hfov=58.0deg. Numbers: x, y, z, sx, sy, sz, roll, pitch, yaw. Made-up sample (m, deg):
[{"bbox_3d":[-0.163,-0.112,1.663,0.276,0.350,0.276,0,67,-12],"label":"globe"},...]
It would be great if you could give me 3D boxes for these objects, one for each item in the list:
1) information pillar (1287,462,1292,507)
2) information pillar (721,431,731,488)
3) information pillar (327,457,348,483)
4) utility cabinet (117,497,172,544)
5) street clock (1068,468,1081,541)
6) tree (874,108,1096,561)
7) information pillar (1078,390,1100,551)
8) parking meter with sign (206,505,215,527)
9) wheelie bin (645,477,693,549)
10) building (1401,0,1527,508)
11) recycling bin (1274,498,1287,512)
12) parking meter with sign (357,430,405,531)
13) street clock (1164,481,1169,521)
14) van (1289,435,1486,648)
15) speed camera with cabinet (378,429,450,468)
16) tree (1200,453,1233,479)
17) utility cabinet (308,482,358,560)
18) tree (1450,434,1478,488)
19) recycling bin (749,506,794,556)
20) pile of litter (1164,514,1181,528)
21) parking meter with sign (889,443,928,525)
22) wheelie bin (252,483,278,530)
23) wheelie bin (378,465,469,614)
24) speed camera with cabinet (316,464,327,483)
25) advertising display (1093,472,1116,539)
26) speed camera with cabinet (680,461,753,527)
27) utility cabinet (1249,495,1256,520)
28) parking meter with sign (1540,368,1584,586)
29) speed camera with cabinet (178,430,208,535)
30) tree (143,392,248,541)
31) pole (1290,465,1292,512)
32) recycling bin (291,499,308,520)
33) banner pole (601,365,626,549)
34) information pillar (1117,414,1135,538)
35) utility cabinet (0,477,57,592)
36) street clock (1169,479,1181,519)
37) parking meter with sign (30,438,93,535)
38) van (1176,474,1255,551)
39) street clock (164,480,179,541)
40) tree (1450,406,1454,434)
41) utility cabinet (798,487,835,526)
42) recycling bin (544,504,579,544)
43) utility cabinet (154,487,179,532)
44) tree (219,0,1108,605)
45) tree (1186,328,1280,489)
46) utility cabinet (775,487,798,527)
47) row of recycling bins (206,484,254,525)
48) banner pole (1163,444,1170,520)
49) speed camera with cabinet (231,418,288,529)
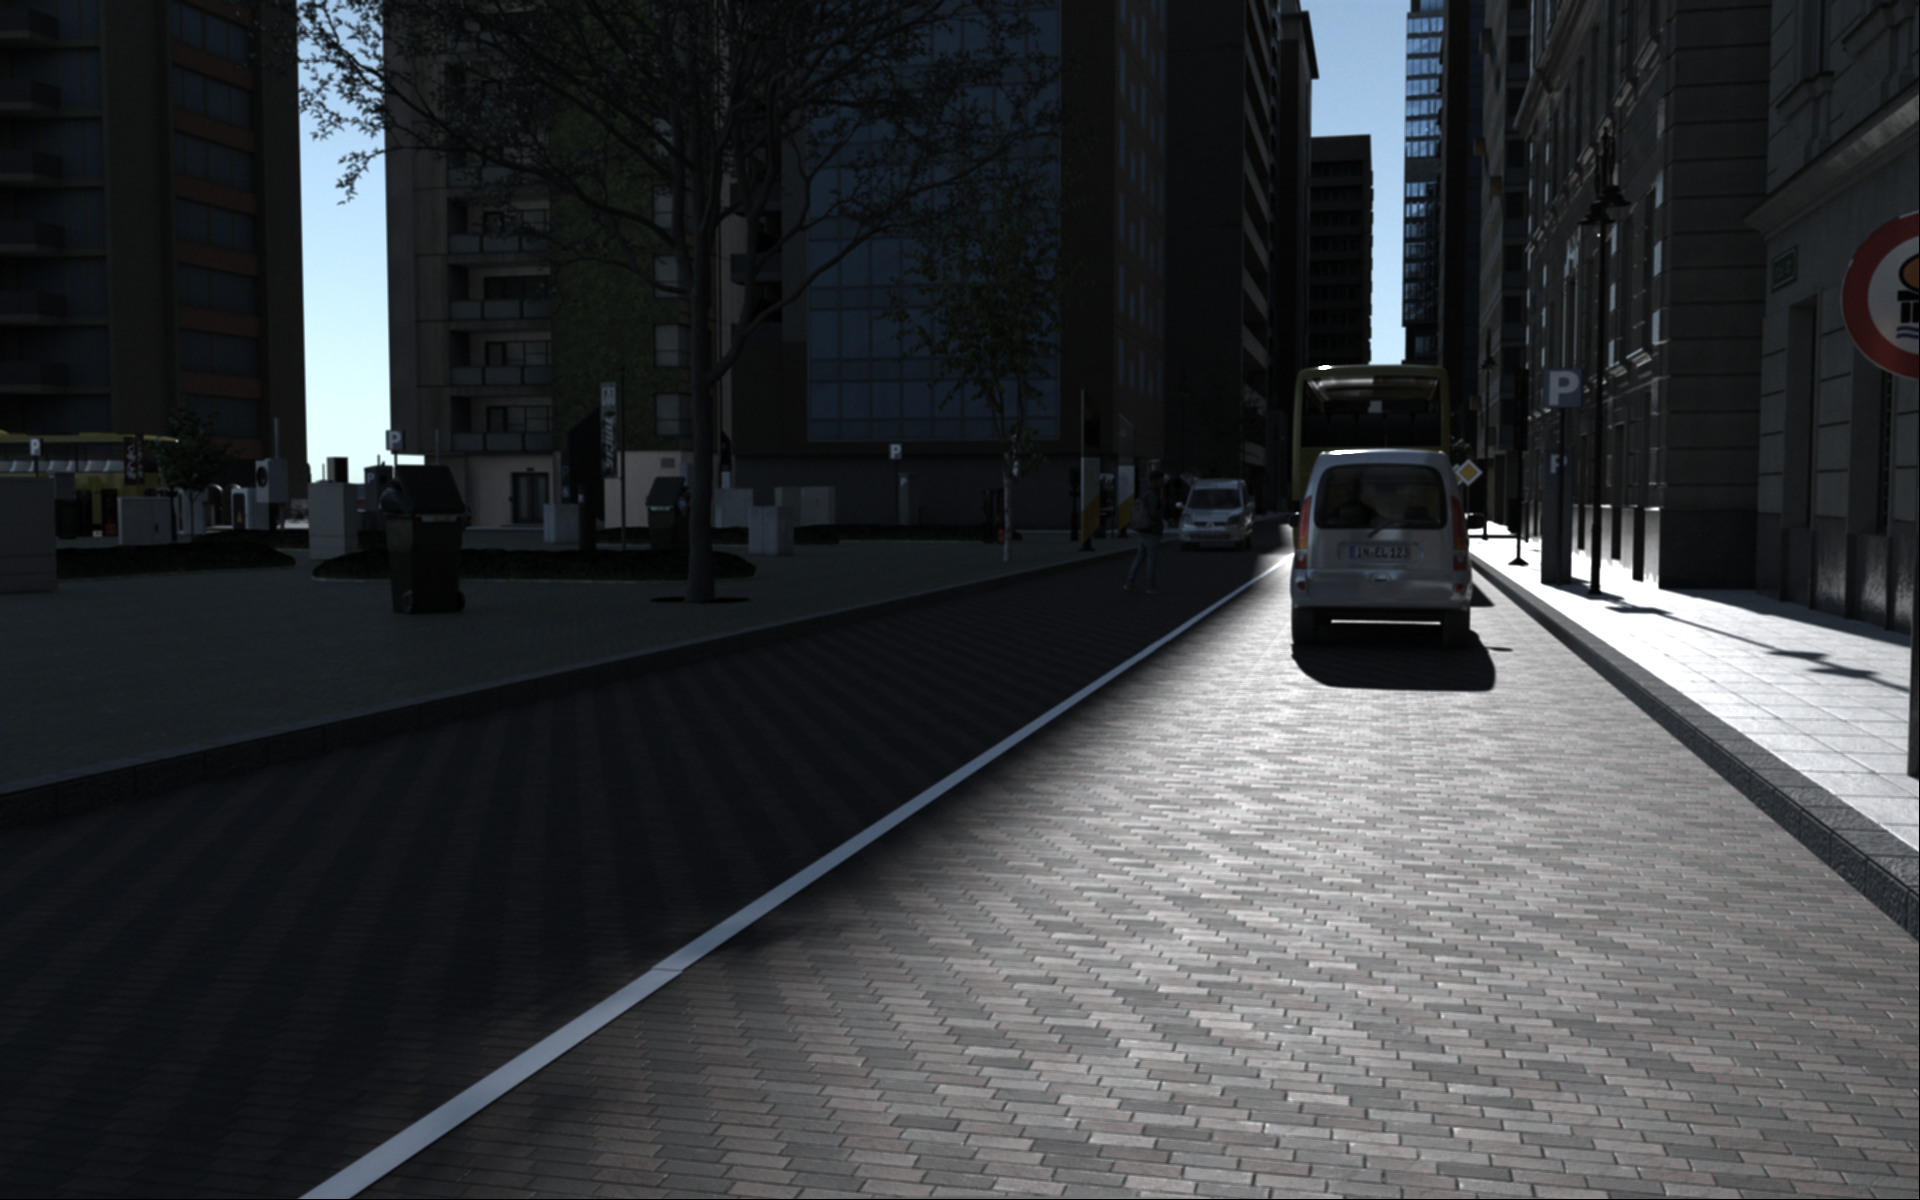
[{"bbox_3d":[23.388,-8.027,122.603,0.183,3.616,0.504,-3,4,-38],"label":"information pillar"},{"bbox_3d":[-8.630,-4.440,63.941,0.504,3.616,0.183,3,5,44],"label":"information pillar"},{"bbox_3d":[-12.412,-1.841,34.584,0.304,2.012,0.304,3,5,44],"label":"information pillar"},{"bbox_3d":[-17.686,-1.616,37.588,1.020,1.237,0.306,-3,5,-43],"label":"utility cabinet"},{"bbox_3d":[3.130,-2.614,47.307,0.358,2.002,0.471,0,4,-5],"label":"street clock"},{"bbox_3d":[0.746,-5.036,32.699,4.737,8.622,4.395,0,3,0],"label":"tree"},{"bbox_3d":[2.932,-2.916,39.025,0.504,3.616,0.183,-2,4,-33],"label":"information pillar"},{"bbox_3d":[-29.764,-4.326,66.986,1.738,3.016,0.543,0,4,2],"label":"parking meter with sign"},{"bbox_3d":[-5.279,-1.440,31.446,0.980,1.594,0.693,2,4,25],"label":"wheelie bin"},{"bbox_3d":[67.880,-55.351,217.655,31.000,86.520,22.319,1,4,14],"label":"building"},{"bbox_3d":[23.394,-6.956,126.290,0.722,1.027,0.722,2,4,35],"label":"recycling bin"},{"bbox_3d":[-15.622,-3.069,46.444,0.543,3.016,1.738,1,4,18],"label":"parking meter with sign"},{"bbox_3d":[9.982,-4.817,83.323,0.358,2.002,0.471,0,4,6],"label":"street clock"},{"bbox_3d":[4.331,-0.652,17.677,2.013,2.044,4.112,1,4,15],"label":"van"},{"bbox_3d":[-16.691,-3.585,52.959,2.038,3.252,0.660,0,4,3],"label":"speed camera with cabinet"},{"bbox_3d":[11.814,-5.282,80.969,1.663,3.219,1.824,0,3,0],"label":"tree"},{"bbox_3d":[-12.057,-1.508,33.329,1.173,1.500,0.318,3,4,37],"label":"utility cabinet"},{"bbox_3d":[26.162,-6.667,92.716,4.285,4.588,4.351,0,3,0],"label":"tree"},{"bbox_3d":[-3.925,-1.436,36.038,0.722,1.027,0.722,1,4,22],"label":"recycling bin"},{"bbox_3d":[8.497,-3.204,66.356,1.719,0.858,1.176,-1,4,-13],"label":"pile of litter"},{"bbox_3d":[-1.755,-3.925,60.432,0.543,3.016,1.738,2,4,32],"label":"parking meter with sign"},{"bbox_3d":[-20.137,-2.584,50.151,0.693,1.594,0.980,2,4,27],"label":"wheelie bin"},{"bbox_3d":[-5.837,-0.664,18.764,0.693,1.594,0.980,3,5,42],"label":"wheelie bin"},{"bbox_3d":[-41.155,-7.300,113.693,2.038,3.252,0.660,-3,5,-43],"label":"speed camera with cabinet"},{"bbox_3d":[4.024,-2.729,49.831,0.974,1.923,0.123,-2,4,-24],"label":"advertising display"},{"bbox_3d":[-6.951,-3.374,49.494,2.038,3.252,0.660,-2,4,-31],"label":"speed camera with cabinet"},{"bbox_3d":[14.386,-4.529,85.203,0.306,1.237,1.020,1,4,11],"label":"utility cabinet"},{"bbox_3d":[8.616,-1.752,24.903,0.543,3.016,1.738,1,4,17],"label":"parking meter with sign"},{"bbox_3d":[-23.779,-3.629,53.666,0.660,3.252,2.038,-2,4,-32],"label":"speed camera with cabinet"},{"bbox_3d":[-14.772,-2.351,33.047,1.663,3.219,1.824,0,3,0],"label":"tree"},{"bbox_3d":[23.308,-7.813,121.580,0.158,3.312,0.155,0,3,0],"label":"pole"},{"bbox_3d":[-32.881,-4.523,86.498,0.722,1.027,0.722,1,4,16],"label":"recycling bin"},{"bbox_3d":[-6.718,-2.673,33.718,0.863,3.779,0.401,3,4,39],"label":"banner pole"},{"bbox_3d":[4.841,-3.617,50.489,0.504,3.616,0.183,1,4,21],"label":"information pillar"},{"bbox_3d":[-12.384,-0.842,22.441,0.318,1.500,1.173,2,4,35],"label":"utility cabinet"},{"bbox_3d":[10.413,-4.796,82.982,0.471,2.002,0.358,1,4,12],"label":"street clock"},{"bbox_3d":[-28.330,-3.572,54.668,0.543,3.016,1.738,2,4,28],"label":"parking meter with sign"},{"bbox_3d":[6.658,-2.315,44.855,2.013,2.044,4.112,1,4,13],"label":"van"},{"bbox_3d":[-21.330,-2.588,46.884,0.358,2.002,0.471,-2,4,-27],"label":"street clock"},{"bbox_3d":[33.110,-10.630,124.163,4.737,8.622,4.395,0,3,0],"label":"tree"},{"bbox_3d":[-4.284,-2.660,52.170,1.173,1.500,0.318,3,5,40],"label":"utility cabinet"},{"bbox_3d":[-10.250,-1.960,44.593,0.722,1.027,0.722,-3,4,-36],"label":"recycling bin"},{"bbox_3d":[-25.834,-2.955,56.991,1.173,1.500,0.318,-1,4,-11],"label":"utility cabinet"},{"bbox_3d":[-2.953,-6.722,20.276,12.009,13.543,11.850,0,3,0],"label":"tree"},{"bbox_3d":[11.752,-7.710,76.415,4.360,8.622,3.978,0,3,0],"label":"tree"},{"bbox_3d":[-5.292,-2.744,53.545,0.318,1.500,1.173,2,4,27],"label":"utility cabinet"},{"bbox_3d":[-30.302,-3.926,71.300,3.534,1.692,1.069,0,4,4],"label":"row of recycling bins"},{"bbox_3d":[10.278,-5.872,86.024,0.401,3.779,0.863,0,4,0],"label":"banner pole"},{"bbox_3d":[-18.379,-3.123,45.402,2.038,3.252,0.660,3,5,41],"label":"speed camera with cabinet"}]
